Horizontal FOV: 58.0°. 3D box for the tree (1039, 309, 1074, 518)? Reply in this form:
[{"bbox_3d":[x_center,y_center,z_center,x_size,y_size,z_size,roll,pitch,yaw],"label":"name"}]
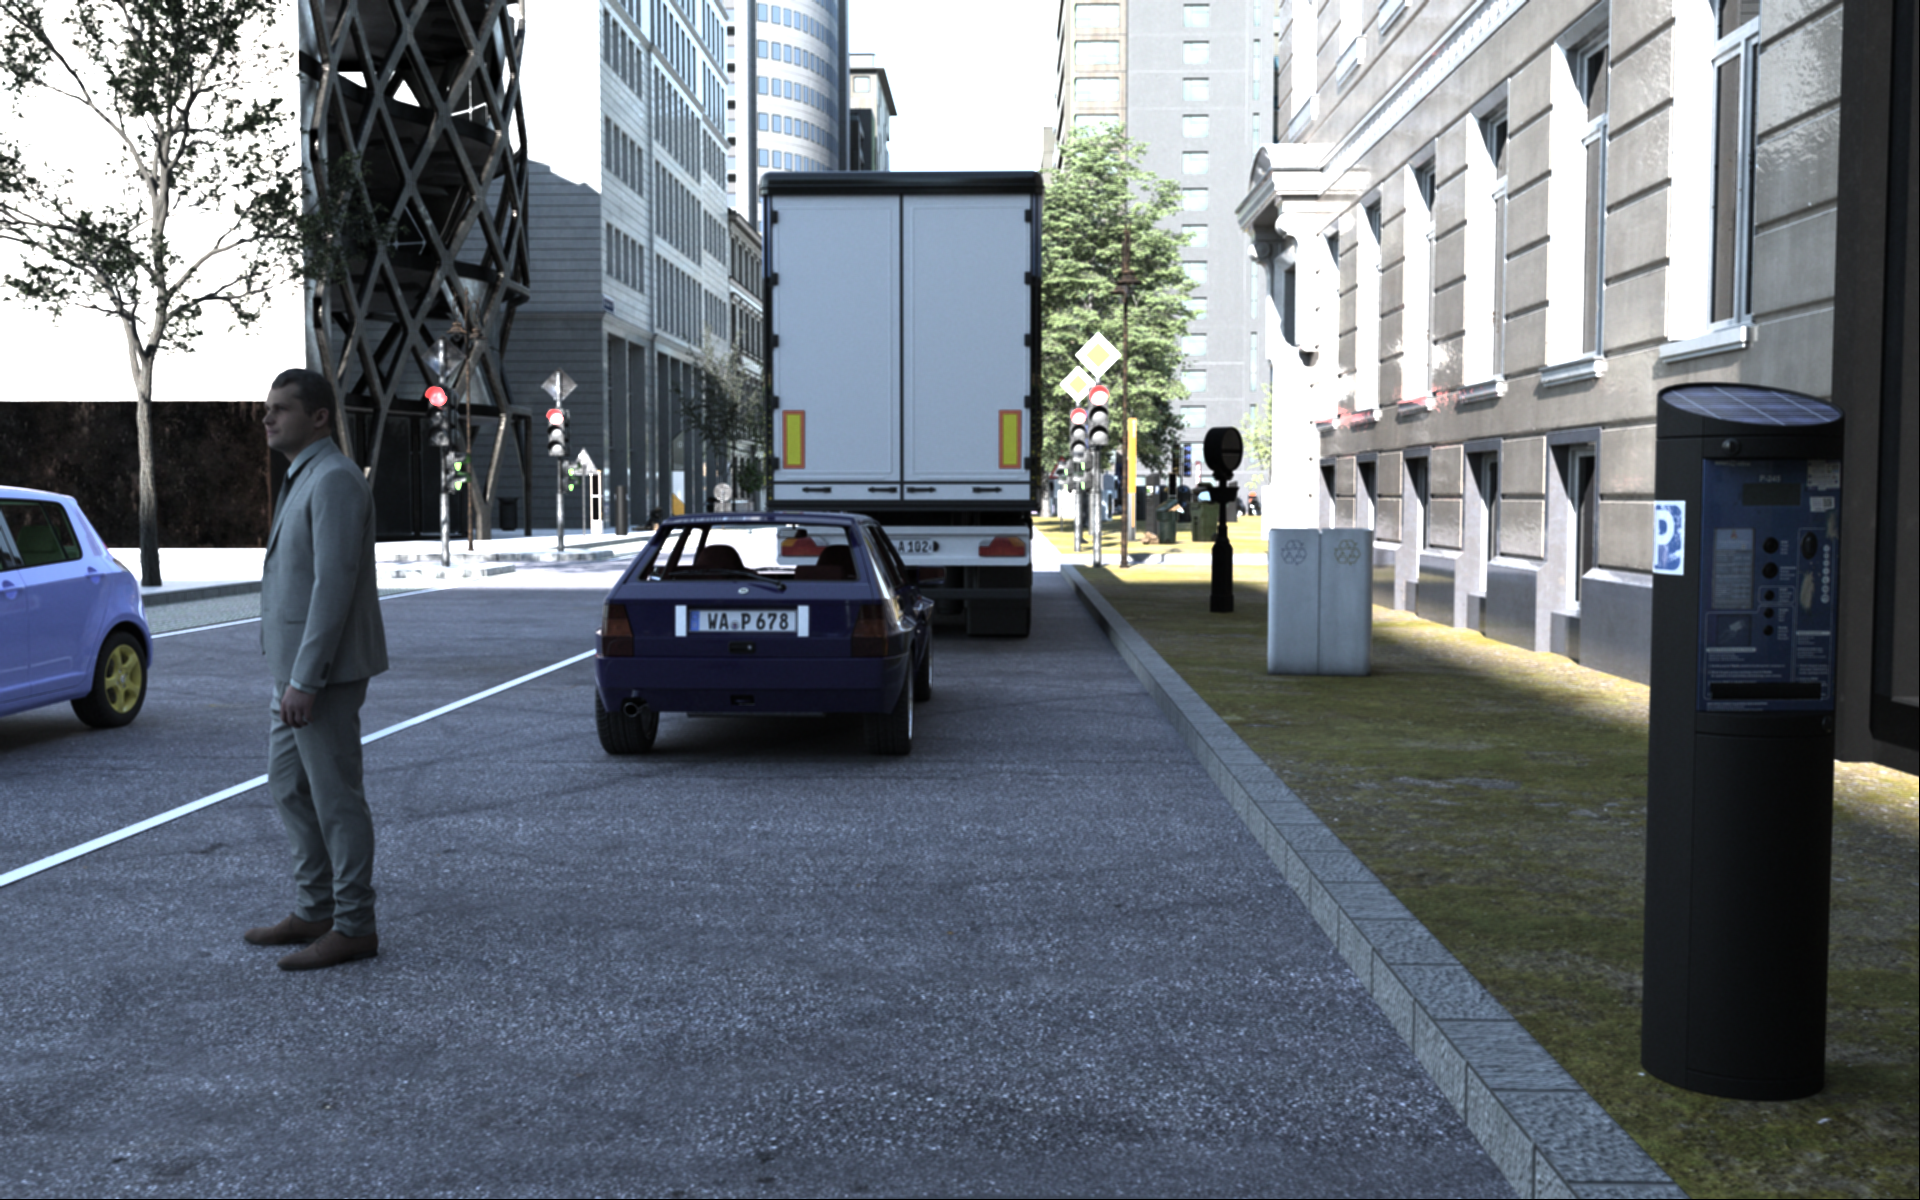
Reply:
[{"bbox_3d":[4.669,-11.458,93.990,9.857,13.997,8.962,0,3,0],"label":"tree"}]

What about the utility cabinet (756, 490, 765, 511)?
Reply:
[{"bbox_3d":[-10.591,-5.230,94.185,0.318,1.500,1.173,2,4,34],"label":"utility cabinet"}]

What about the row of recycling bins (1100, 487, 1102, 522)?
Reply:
[{"bbox_3d":[5.902,-4.338,78.042,1.069,1.692,3.534,0,4,5],"label":"row of recycling bins"}]

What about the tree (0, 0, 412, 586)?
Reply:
[{"bbox_3d":[-11.428,-5.451,23.542,8.767,10.594,7.601,1,4,20],"label":"tree"}]

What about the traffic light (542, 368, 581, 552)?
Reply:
[{"bbox_3d":[-8.878,-3.031,38.484,0.839,4.253,0.868,0,4,1],"label":"traffic light"}]

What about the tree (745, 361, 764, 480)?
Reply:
[{"bbox_3d":[-9.687,-8.647,91.743,4.737,8.622,4.395,0,3,0],"label":"tree"}]

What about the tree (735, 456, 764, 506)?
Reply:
[{"bbox_3d":[-10.457,-5.643,86.858,1.663,3.219,1.824,0,3,0],"label":"tree"}]

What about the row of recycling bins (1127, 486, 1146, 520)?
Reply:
[{"bbox_3d":[8.992,-4.821,85.943,1.069,1.692,3.534,1,4,15],"label":"row of recycling bins"}]

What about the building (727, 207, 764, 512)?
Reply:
[{"bbox_3d":[-16.832,-14.565,102.763,10.561,19.102,19.286,0,4,1],"label":"building"}]

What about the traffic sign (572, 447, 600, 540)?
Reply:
[{"bbox_3d":[-10.497,-2.956,48.331,0.884,2.594,0.081,0,4,2],"label":"traffic sign"}]

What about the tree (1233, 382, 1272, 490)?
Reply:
[{"bbox_3d":[19.697,-9.773,110.154,4.737,8.622,4.395,0,3,0],"label":"tree"}]

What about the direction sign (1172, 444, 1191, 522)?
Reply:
[{"bbox_3d":[10.003,-5.276,78.253,0.876,3.537,0.379,1,4,23],"label":"direction sign"}]

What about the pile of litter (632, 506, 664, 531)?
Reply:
[{"bbox_3d":[-10.813,-2.858,60.689,1.176,0.858,1.719,-2,4,-33],"label":"pile of litter"}]

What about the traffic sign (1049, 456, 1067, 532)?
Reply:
[{"bbox_3d":[3.461,-3.606,58.955,0.884,2.594,0.081,1,4,9],"label":"traffic sign"}]

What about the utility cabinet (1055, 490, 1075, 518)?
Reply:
[{"bbox_3d":[5.798,-5.115,92.312,1.173,1.500,0.318,-2,4,-27],"label":"utility cabinet"}]

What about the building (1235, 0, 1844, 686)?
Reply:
[{"bbox_3d":[10.988,-14.166,17.520,13.634,28.700,20.117,0,4,1],"label":"building"}]

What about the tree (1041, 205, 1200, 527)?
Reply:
[{"bbox_3d":[4.769,-9.166,66.873,9.611,12.733,9.660,0,3,0],"label":"tree"}]

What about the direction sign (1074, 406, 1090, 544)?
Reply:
[{"bbox_3d":[3.153,-3.231,44.830,0.379,3.537,0.876,-1,4,-23],"label":"direction sign"}]

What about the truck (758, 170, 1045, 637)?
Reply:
[{"bbox_3d":[-0.345,-1.941,20.654,2.839,4.237,11.283,0,4,2],"label":"truck"}]

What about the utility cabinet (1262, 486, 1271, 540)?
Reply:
[{"bbox_3d":[8.641,-2.333,46.829,0.318,1.500,1.173,-2,4,-29],"label":"utility cabinet"}]

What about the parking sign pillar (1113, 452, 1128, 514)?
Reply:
[{"bbox_3d":[10.421,-7.396,109.392,1.447,3.967,1.447,2,4,24],"label":"parking sign pillar"}]

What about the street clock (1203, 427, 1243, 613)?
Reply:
[{"bbox_3d":[2.853,-0.871,18.810,0.358,2.002,0.471,3,4,39],"label":"street clock"}]

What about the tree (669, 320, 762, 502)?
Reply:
[{"bbox_3d":[-10.074,-7.482,72.695,4.360,8.622,3.978,0,3,0],"label":"tree"}]

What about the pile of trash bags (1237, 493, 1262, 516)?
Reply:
[{"bbox_3d":[17.169,-5.710,103.118,1.912,1.369,3.447,1,4,19],"label":"pile of trash bags"}]

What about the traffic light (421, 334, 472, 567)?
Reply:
[{"bbox_3d":[-9.075,-2.543,30.502,0.839,4.253,0.868,0,4,1],"label":"traffic light"}]

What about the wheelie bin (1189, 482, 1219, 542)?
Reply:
[{"bbox_3d":[6.560,-2.355,46.415,0.693,1.594,0.980,-2,4,-26],"label":"wheelie bin"}]

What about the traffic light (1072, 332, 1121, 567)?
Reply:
[{"bbox_3d":[2.384,-2.527,30.236,0.839,4.253,0.868,0,4,1],"label":"traffic light"}]

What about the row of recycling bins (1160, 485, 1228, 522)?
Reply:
[{"bbox_3d":[10.618,-4.412,79.256,3.534,1.692,1.069,0,4,4],"label":"row of recycling bins"}]

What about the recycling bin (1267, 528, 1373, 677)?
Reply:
[{"bbox_3d":[2.603,0.001,12.542,0.722,1.027,0.722,1,4,11],"label":"recycling bin"}]

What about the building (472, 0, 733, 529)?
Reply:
[{"bbox_3d":[-18.088,-18.359,77.668,11.434,29.767,29.804,0,4,1],"label":"building"}]

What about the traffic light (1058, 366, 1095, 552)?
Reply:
[{"bbox_3d":[2.581,-3.015,38.219,0.839,4.253,0.868,0,4,1],"label":"traffic light"}]

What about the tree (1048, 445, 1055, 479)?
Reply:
[{"bbox_3d":[5.677,-11.820,143.617,4.737,8.622,4.395,0,3,0],"label":"tree"}]

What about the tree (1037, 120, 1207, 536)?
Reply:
[{"bbox_3d":[3.922,-8.256,53.112,7.486,12.596,7.792,0,3,0],"label":"tree"}]
